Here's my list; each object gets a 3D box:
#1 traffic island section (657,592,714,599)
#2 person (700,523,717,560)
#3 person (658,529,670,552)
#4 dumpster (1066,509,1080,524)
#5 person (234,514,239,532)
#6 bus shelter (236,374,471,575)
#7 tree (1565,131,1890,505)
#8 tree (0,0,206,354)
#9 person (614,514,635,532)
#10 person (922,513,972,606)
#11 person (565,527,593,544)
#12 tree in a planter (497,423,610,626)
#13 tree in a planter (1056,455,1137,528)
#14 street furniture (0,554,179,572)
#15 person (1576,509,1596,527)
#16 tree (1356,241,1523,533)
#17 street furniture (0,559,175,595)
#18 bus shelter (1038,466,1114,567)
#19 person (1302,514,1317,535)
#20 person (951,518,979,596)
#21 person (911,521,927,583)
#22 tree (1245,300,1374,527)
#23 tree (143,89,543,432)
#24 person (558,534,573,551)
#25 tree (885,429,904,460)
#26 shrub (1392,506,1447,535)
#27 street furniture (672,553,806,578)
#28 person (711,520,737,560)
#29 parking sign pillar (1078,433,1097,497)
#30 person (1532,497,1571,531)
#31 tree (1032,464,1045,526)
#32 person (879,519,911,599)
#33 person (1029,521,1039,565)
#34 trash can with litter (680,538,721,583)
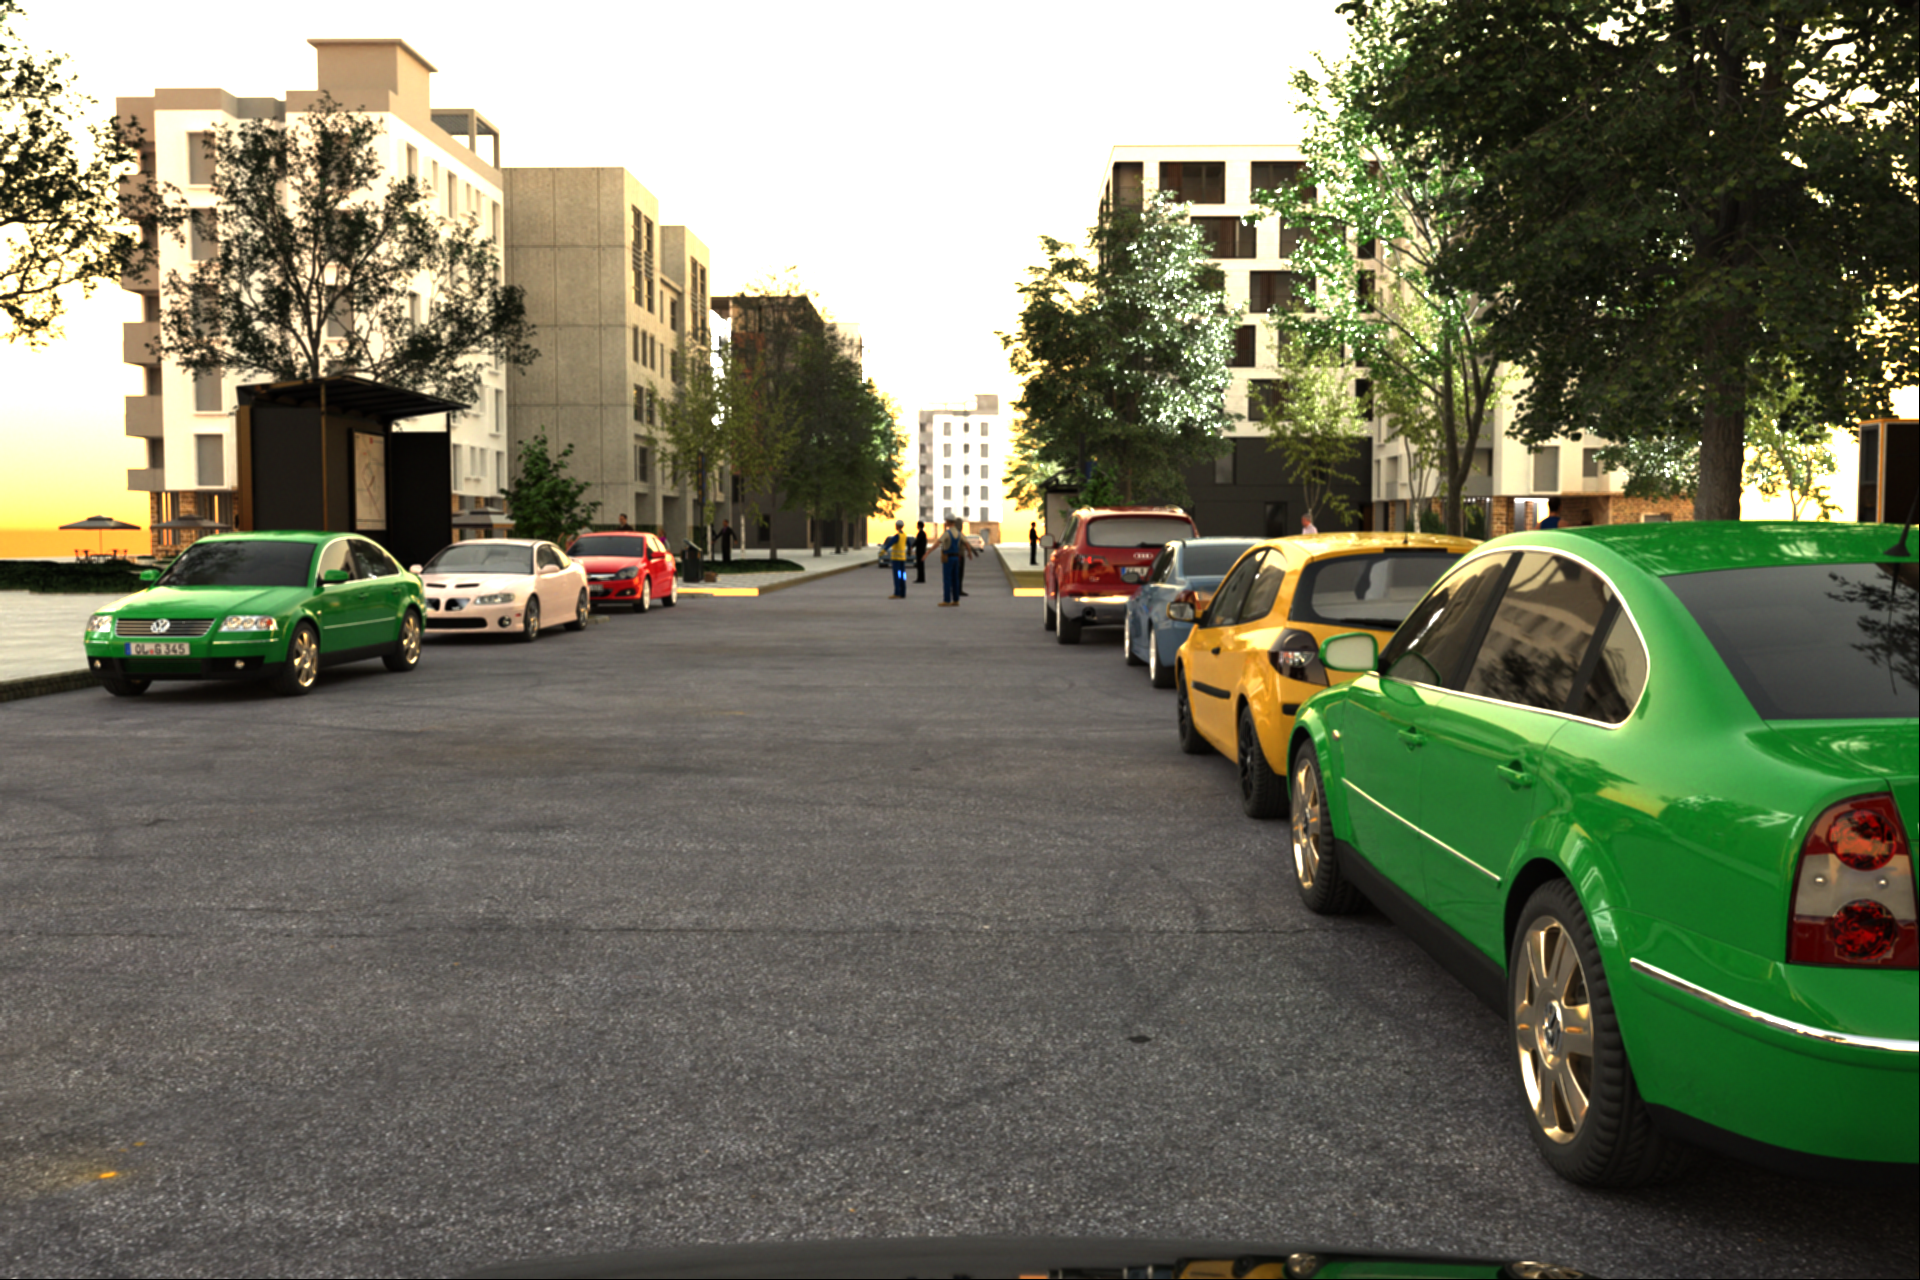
[{"bbox_3d":[-6.646,-0.999,39.208,1.991,0.108,1.994,0,4,1],"label":"traffic island section"},{"bbox_3d":[-10.111,-3.852,69.709,0.721,1.740,1.216,2,4,23],"label":"person"},{"bbox_3d":[-8.369,-2.381,48.191,0.991,1.433,0.599,3,5,44],"label":"person"},{"bbox_3d":[2.681,-1.279,29.134,1.865,1.857,1.264,0,4,1],"label":"dumpster"},{"bbox_3d":[-14.221,-1.703,34.676,0.721,1.735,1.217,-2,4,-26],"label":"person"},{"bbox_3d":[-9.818,-2.283,28.618,1.731,3.624,6.357,0,4,1],"label":"bus shelter"},{"bbox_3d":[24.089,-9.058,54.751,9.857,13.997,8.962,0,3,0],"label":"tree"},{"bbox_3d":[-12.489,-5.197,19.379,8.767,10.594,7.601,1,4,21],"label":"tree"},{"bbox_3d":[-8.895,-2.419,45.681,1.346,1.812,0.704,2,4,30],"label":"person"},{"bbox_3d":[-0.204,-1.597,34.419,1.347,1.847,0.705,-3,5,-44],"label":"person"},{"bbox_3d":[-13.816,-3.509,63.558,1.347,1.806,0.705,0,4,6],"label":"person"},{"bbox_3d":[-6.753,-1.877,27.913,1.991,3.239,1.994,0,4,2],"label":"tree in a planter"},{"bbox_3d":[3.072,-2.561,39.099,1.991,3.239,1.994,0,4,0],"label":"tree in a planter"},{"bbox_3d":[-28.389,-2.260,52.579,10.072,0.657,5.734,1,4,17],"label":"street furniture"},{"bbox_3d":[11.122,-1.473,30.885,1.215,1.729,0.721,0,4,2],"label":"person"},{"bbox_3d":[11.558,-5.672,43.099,4.737,8.622,4.395,0,3,0],"label":"tree"},{"bbox_3d":[-19.121,-1.588,41.591,5.734,0.657,10.072,1,4,12],"label":"street furniture"},{"bbox_3d":[3.586,-3.681,54.114,2.014,3.302,5.546,0,4,-1],"label":"bus shelter"},{"bbox_3d":[7.342,-1.822,36.777,0.436,1.711,0.756,0,4,-6],"label":"person"},{"bbox_3d":[-0.018,-1.937,40.262,0.705,1.813,1.348,-2,4,-32],"label":"person"},{"bbox_3d":[-1.191,-2.588,50.960,0.705,1.806,1.347,1,4,17],"label":"person"},{"bbox_3d":[10.988,-6.342,54.050,4.737,8.622,4.395,0,3,0],"label":"tree"},{"bbox_3d":[-12.742,-6.204,35.848,8.767,10.594,7.601,0,4,-3],"label":"tree"},{"bbox_3d":[-15.436,-3.782,68.645,0.721,1.733,1.217,3,5,44],"label":"person"},{"bbox_3d":[-13.619,-23.175,234.806,12.611,20.169,13.585,0,3,0],"label":"tree"},{"bbox_3d":[13.045,-2.733,48.718,1.661,2.075,1.752,0,3,0],"label":"shrub"},{"bbox_3d":[-8.700,-2.437,55.463,5.734,0.657,10.072,1,4,19],"label":"street furniture"},{"bbox_3d":[-8.477,-3.448,62.602,1.346,1.802,0.704,3,5,39],"label":"person"},{"bbox_3d":[3.408,-3.565,46.765,1.447,3.967,1.447,0,4,2],"label":"parking sign pillar"},{"bbox_3d":[8.436,-1.124,24.552,0.704,1.807,1.345,-2,4,-35],"label":"person"},{"bbox_3d":[14.040,-19.958,232.968,9.857,13.997,8.962,0,3,0],"label":"tree"},{"bbox_3d":[-1.424,-1.813,38.557,0.721,1.772,1.216,2,4,31],"label":"person"},{"bbox_3d":[3.096,-4.040,72.241,0.705,1.806,1.347,1,4,20],"label":"person"},{"bbox_3d":[-6.876,-2.110,45.886,1.055,1.170,0.624,0,4,3],"label":"trash can with litter"}]
